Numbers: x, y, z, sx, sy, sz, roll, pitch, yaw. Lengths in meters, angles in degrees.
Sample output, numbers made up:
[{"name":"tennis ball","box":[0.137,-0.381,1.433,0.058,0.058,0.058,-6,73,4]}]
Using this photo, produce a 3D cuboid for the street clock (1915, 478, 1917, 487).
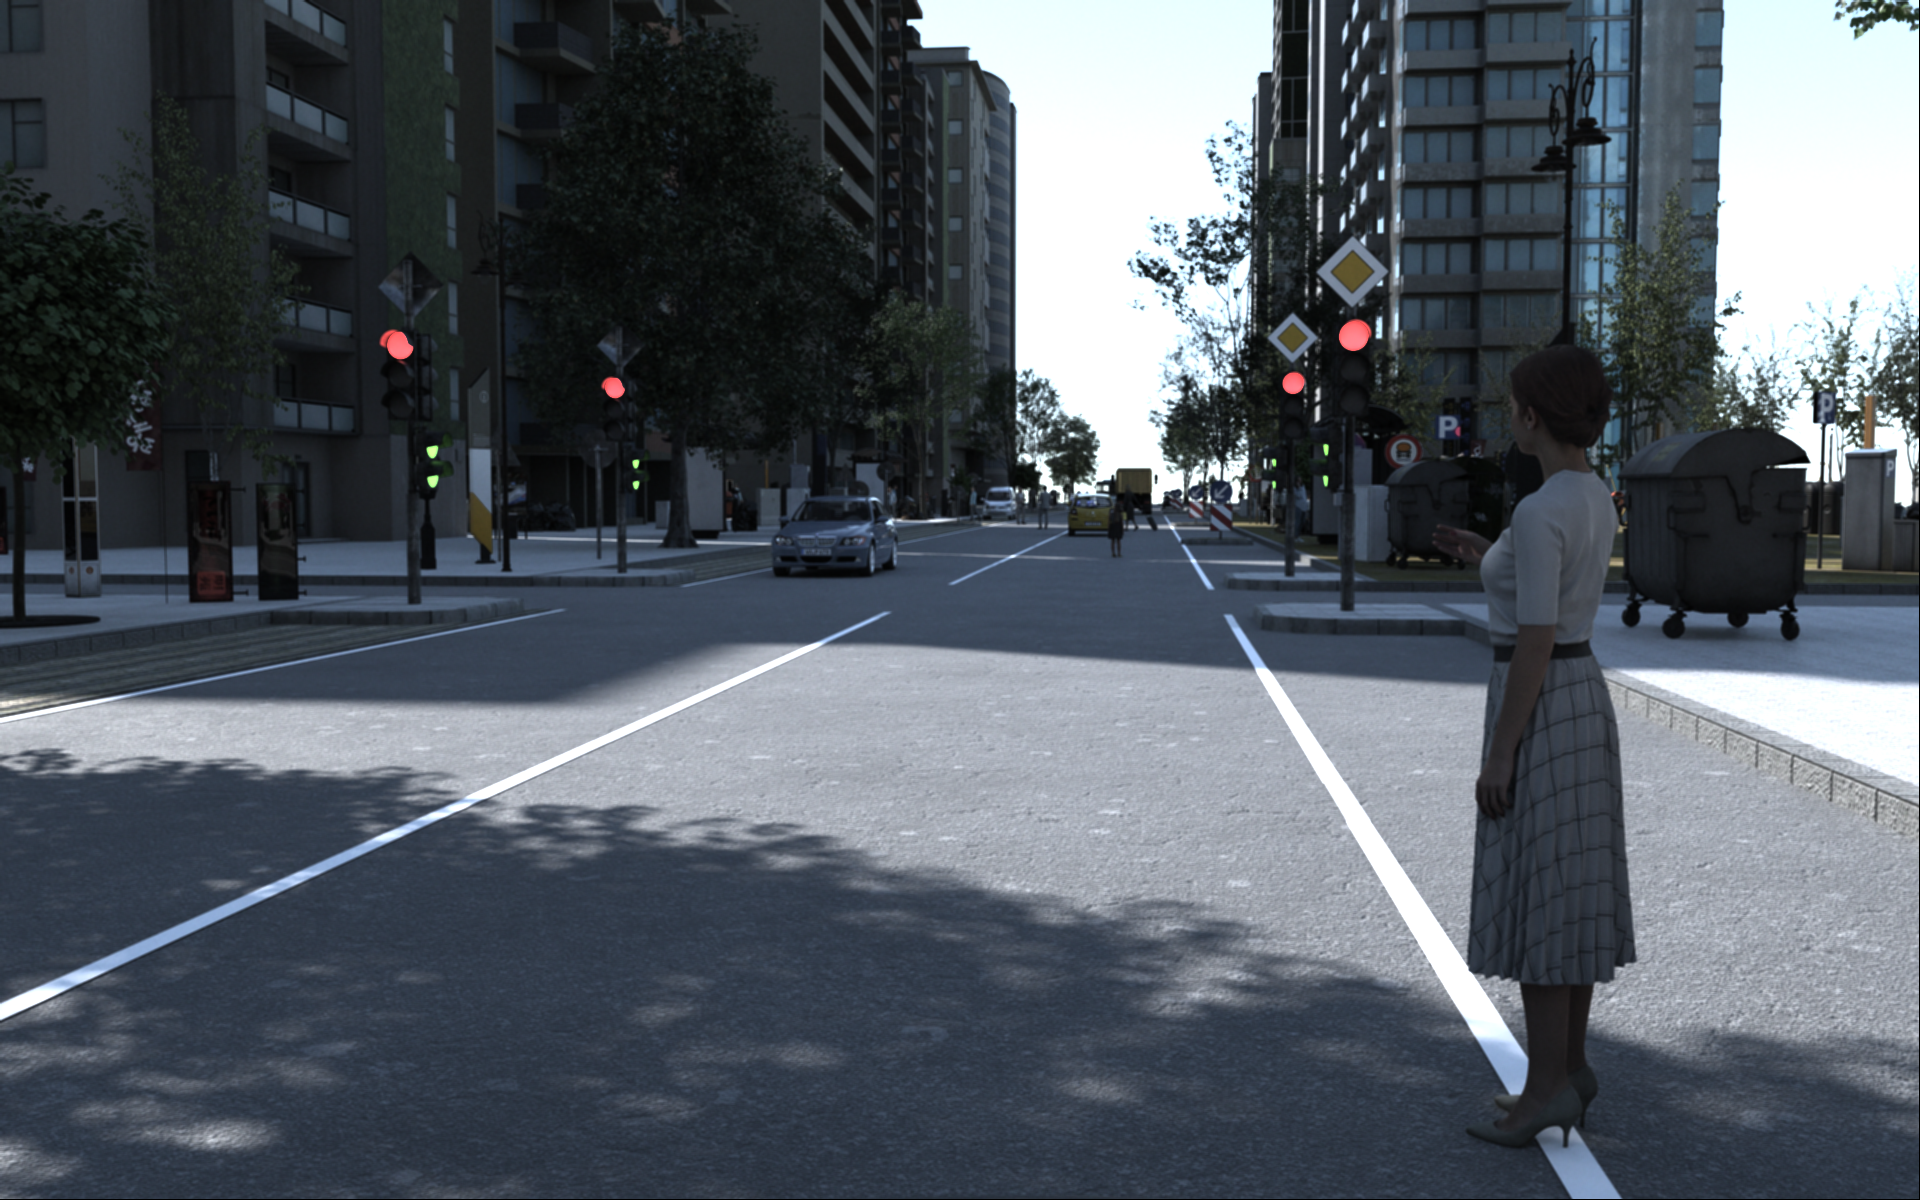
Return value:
[{"name":"street clock","box":[42.840,-4.469,77.642,0.358,2.002,0.471,0,4,7]}]

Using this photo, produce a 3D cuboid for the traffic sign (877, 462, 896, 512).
[{"name":"traffic sign","box":[-2.915,-4.167,68.242,0.768,2.556,0.104,0,4,7]}]

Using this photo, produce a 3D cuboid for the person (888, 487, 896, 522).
[{"name":"person","box":[-3.254,-4.474,81.004,0.589,1.601,0.330,1,4,12]}]

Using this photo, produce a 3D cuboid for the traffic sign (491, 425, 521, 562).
[{"name":"traffic sign","box":[-8.739,-2.007,32.817,0.884,2.594,0.081,1,4,13]}]

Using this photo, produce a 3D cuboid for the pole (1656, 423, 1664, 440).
[{"name":"pole","box":[19.969,-3.405,49.512,0.158,3.312,0.155,0,3,0]}]

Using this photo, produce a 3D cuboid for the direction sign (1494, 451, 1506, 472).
[{"name":"direction sign","box":[29.806,-6.321,95.337,0.876,3.537,0.379,-3,5,-43]}]

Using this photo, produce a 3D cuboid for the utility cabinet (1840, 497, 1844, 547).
[{"name":"utility cabinet","box":[21.741,-1.884,41.972,1.020,1.237,0.306,-2,4,-35]}]

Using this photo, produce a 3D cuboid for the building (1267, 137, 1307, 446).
[{"name":"building","box":[42.740,-31.650,201.078,14.154,41.232,14.086,0,4,6]}]

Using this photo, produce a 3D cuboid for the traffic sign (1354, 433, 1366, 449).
[{"name":"traffic sign","box":[7.883,-2.155,35.342,0.768,2.556,0.104,1,4,13]}]

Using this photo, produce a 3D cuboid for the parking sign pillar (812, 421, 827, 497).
[{"name":"parking sign pillar","box":[-4.579,-4.148,56.288,1.447,3.967,1.447,0,4,-3]}]

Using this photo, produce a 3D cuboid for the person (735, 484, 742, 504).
[{"name":"person","box":[-12.483,-5.543,96.537,0.748,1.841,0.638,-2,4,-35]}]

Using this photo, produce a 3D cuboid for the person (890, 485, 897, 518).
[{"name":"person","box":[-3.570,-5.267,92.502,0.444,1.785,0.601,0,4,-3]}]

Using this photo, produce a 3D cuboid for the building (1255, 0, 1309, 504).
[{"name":"building","box":[47.741,-47.644,217.235,20.563,71.187,20.611,0,4,6]}]

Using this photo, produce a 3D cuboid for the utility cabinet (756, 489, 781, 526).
[{"name":"utility cabinet","box":[-7.624,-3.709,69.327,0.318,1.500,1.173,3,5,42]}]

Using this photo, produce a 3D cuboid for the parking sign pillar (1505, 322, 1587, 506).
[{"name":"parking sign pillar","box":[9.533,-2.414,27.935,1.447,3.967,1.447,-1,4,-16]}]

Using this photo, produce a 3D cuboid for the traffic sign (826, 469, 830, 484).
[{"name":"traffic sign","box":[-5.569,-4.183,70.515,0.606,2.300,0.079,1,4,15]}]

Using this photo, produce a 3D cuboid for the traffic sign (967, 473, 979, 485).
[{"name":"traffic sign","box":[0.733,-6.329,103.592,0.768,2.556,0.104,1,4,11]}]

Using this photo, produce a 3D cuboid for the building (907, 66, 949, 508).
[{"name":"building","box":[-8.774,-29.266,162.093,14.154,41.232,14.086,0,4,6]}]

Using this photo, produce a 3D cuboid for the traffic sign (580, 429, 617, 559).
[{"name":"traffic sign","box":[-7.108,-2.075,34.040,0.768,2.556,0.104,1,4,9]}]

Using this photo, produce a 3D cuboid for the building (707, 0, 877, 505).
[{"name":"building","box":[-17.767,-30.088,115.646,21.300,48.544,21.600,0,4,6]}]

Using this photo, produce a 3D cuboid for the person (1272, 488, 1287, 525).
[{"name":"person","box":[12.417,-3.708,67.154,0.782,1.767,0.515,-3,4,-37]}]

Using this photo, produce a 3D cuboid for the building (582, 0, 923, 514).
[{"name":"building","box":[-14.945,-29.754,141.097,22.147,44.769,28.867,0,4,6]}]

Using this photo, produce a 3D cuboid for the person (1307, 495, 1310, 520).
[{"name":"person","box":[13.573,-3.463,67.346,0.332,1.250,0.352,1,4,18]}]

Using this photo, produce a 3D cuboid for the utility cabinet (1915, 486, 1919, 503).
[{"name":"utility cabinet","box":[28.160,-2.516,49.822,1.173,1.500,0.318,1,4,15]}]

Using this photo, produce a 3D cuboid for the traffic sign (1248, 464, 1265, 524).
[{"name":"traffic sign","box":[12.625,-4.496,73.611,0.768,2.556,0.104,1,4,13]}]

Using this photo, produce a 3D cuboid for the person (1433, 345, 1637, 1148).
[{"name":"person","box":[1.246,0.316,3.903,0.524,1.755,0.480,3,4,36]}]

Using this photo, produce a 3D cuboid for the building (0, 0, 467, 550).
[{"name":"building","box":[-22.484,-22.079,44.588,14.154,41.232,14.086,0,4,6]}]

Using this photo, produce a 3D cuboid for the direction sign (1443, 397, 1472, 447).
[{"name":"direction sign","box":[11.668,-2.979,40.711,0.379,3.537,0.876,-2,4,-28]}]

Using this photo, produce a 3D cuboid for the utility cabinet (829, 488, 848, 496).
[{"name":"utility cabinet","box":[-4.143,-3.128,59.830,0.318,1.500,1.173,-2,4,-31]}]

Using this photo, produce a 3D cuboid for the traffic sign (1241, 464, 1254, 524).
[{"name":"traffic sign","box":[12.468,-4.545,74.312,0.884,2.594,0.081,1,4,15]}]

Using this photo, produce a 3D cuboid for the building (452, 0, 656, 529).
[{"name":"building","box":[-22.481,-25.720,75.147,22.147,44.769,28.867,0,4,6]}]

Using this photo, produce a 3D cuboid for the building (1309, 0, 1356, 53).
[{"name":"building","box":[40.935,-37.240,150.870,21.231,58.520,28.212,0,4,6]}]

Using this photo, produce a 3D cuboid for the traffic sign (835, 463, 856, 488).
[{"name":"traffic sign","box":[-4.790,-4.432,72.464,0.884,2.594,0.081,1,4,9]}]

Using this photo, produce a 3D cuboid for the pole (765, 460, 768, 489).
[{"name":"pole","box":[-11.625,-6.752,104.232,0.158,3.312,0.155,0,3,0]}]

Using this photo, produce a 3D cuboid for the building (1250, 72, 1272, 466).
[{"name":"building","box":[51.183,-42.817,242.063,21.231,58.520,28.212,0,4,6]}]

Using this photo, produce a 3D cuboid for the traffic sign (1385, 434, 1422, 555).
[{"name":"traffic sign","box":[9.367,-2.234,36.627,0.768,2.556,0.104,1,4,12]}]

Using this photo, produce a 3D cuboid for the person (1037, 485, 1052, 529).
[{"name":"person","box":[3.430,-3.812,71.022,0.606,1.804,0.583,-2,4,-28]}]

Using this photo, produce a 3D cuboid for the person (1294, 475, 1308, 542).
[{"name":"person","box":[9.070,-2.449,46.354,0.793,1.790,0.793,0,4,7]}]

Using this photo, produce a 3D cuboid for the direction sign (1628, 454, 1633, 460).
[{"name":"direction sign","box":[38.445,-6.534,98.830,0.876,3.537,0.379,-1,4,-19]}]

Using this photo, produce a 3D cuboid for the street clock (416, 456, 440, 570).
[{"name":"street clock","box":[-9.063,-1.523,29.468,0.471,2.002,0.358,2,4,32]}]

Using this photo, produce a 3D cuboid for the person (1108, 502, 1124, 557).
[{"name":"person","box":[3.530,-1.595,39.254,0.362,1.253,0.373,1,4,16]}]

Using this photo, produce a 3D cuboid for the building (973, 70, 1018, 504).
[{"name":"building","box":[-3.769,-42.571,238.037,21.231,58.520,28.212,0,4,6]}]

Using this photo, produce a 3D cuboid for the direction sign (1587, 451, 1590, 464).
[{"name":"direction sign","box":[30.760,-5.685,84.939,0.379,3.537,0.876,-3,5,-42]}]

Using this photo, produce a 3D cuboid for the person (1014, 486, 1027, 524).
[{"name":"person","box":[2.905,-4.505,82.358,0.606,1.804,0.583,-3,5,-45]}]

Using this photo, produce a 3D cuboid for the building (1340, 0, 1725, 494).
[{"name":"building","box":[38.923,-30.710,121.717,23.786,49.044,30.456,0,4,6]}]

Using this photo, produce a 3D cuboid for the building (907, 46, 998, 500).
[{"name":"building","box":[-10.772,-38.009,210.690,28.713,52.752,27.495,0,4,6]}]
